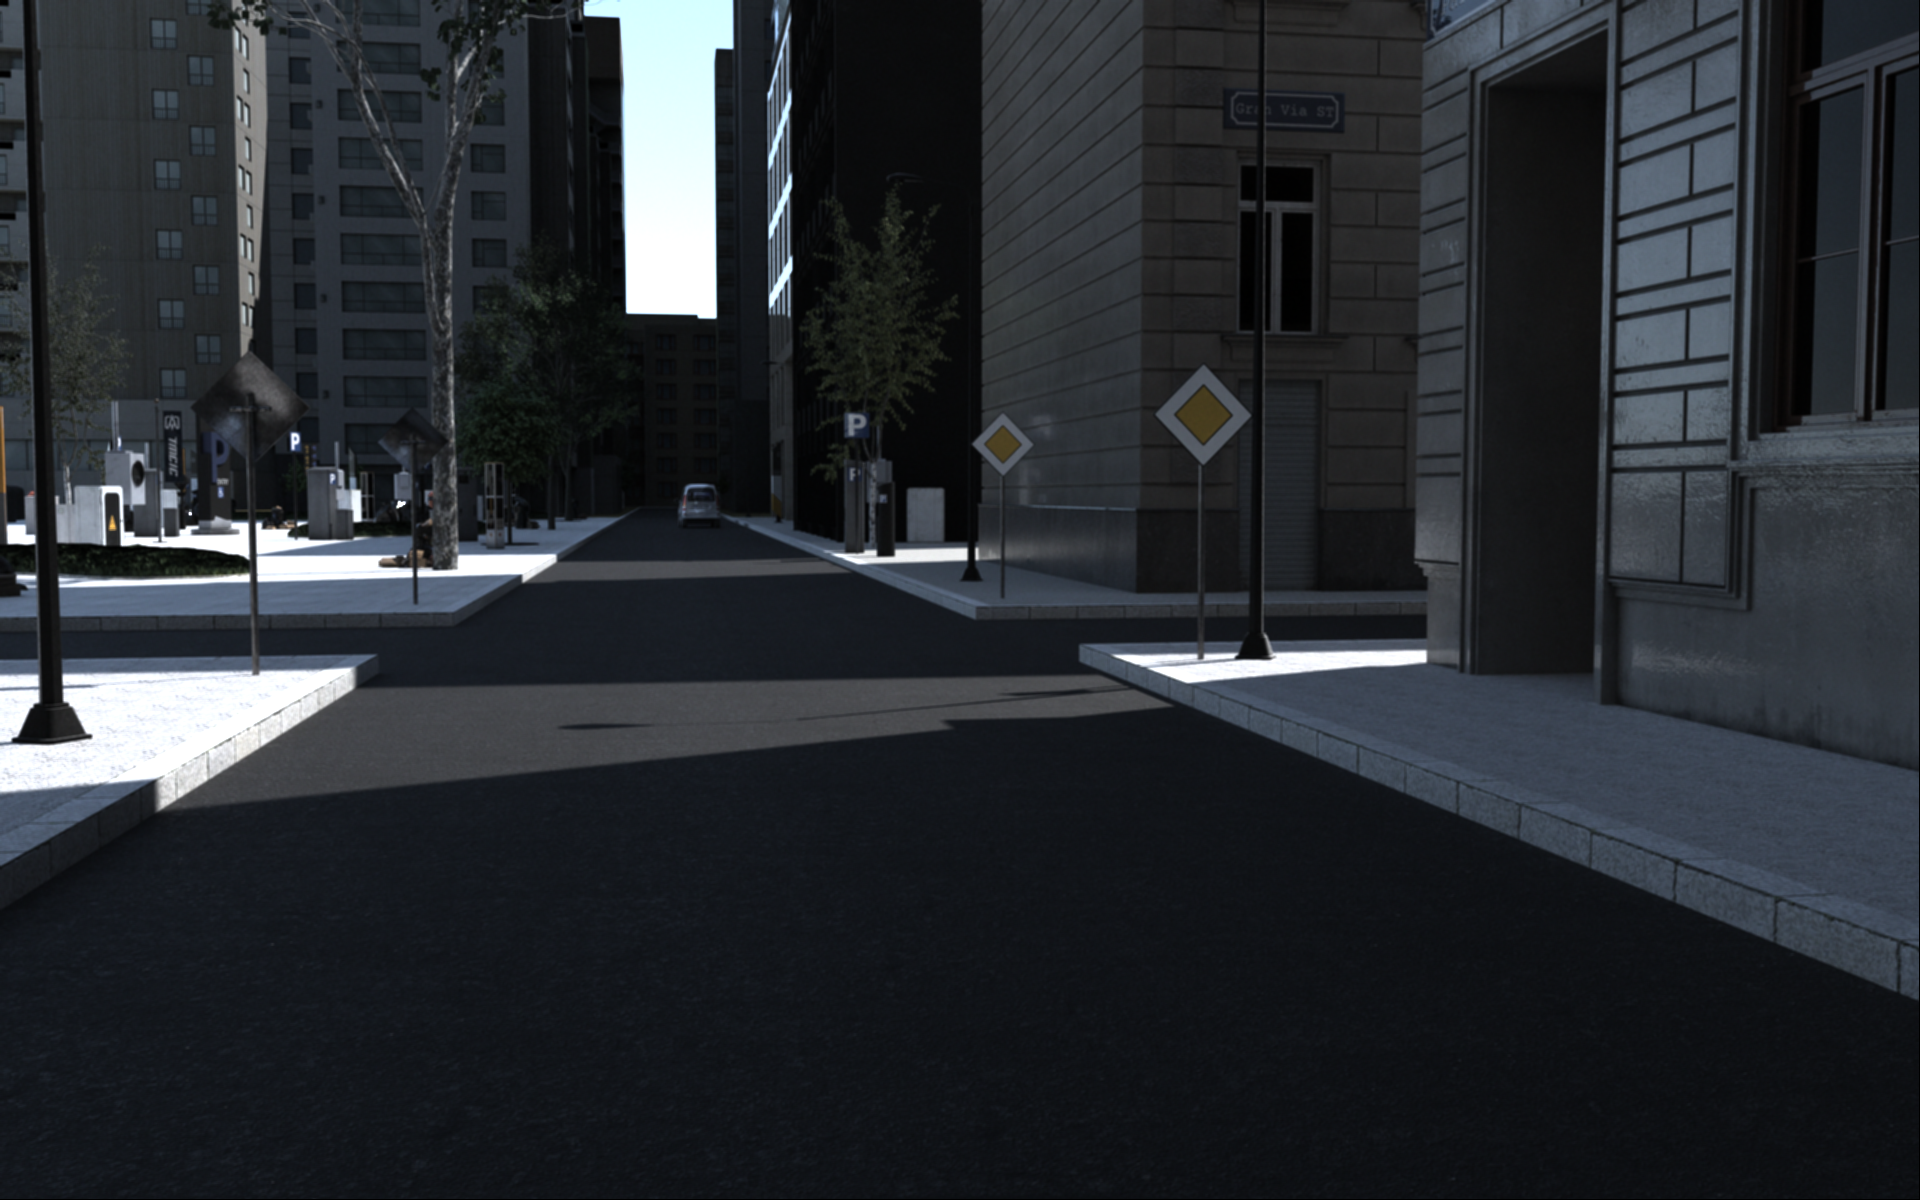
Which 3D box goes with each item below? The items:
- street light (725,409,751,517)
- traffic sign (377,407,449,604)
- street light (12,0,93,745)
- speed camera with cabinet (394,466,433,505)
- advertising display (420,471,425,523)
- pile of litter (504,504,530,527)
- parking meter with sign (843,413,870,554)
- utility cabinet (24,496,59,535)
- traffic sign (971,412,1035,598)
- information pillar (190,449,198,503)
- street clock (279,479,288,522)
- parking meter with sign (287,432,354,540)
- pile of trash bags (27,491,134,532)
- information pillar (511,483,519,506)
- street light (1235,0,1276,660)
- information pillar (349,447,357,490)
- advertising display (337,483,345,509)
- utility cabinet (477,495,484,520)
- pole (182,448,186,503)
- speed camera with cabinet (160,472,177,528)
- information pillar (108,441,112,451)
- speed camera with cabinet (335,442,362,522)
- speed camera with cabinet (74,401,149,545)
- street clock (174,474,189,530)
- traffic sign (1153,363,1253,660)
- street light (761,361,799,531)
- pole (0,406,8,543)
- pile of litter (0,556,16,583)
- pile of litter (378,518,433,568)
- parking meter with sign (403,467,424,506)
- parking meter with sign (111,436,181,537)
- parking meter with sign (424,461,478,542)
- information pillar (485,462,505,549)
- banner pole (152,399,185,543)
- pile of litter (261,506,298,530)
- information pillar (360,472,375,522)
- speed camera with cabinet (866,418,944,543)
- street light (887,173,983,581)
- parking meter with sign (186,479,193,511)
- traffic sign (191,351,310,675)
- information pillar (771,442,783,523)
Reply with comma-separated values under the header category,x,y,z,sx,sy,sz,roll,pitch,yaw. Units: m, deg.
category,x,y,z,sx,sy,sz,roll,pitch,yaw
street light,-12.208,-7.506,95.258,1.470,5.913,1.316,-1,4,-10
traffic sign,-6.330,-1.006,20.086,0.795,2.450,0.064,-1,4,-10
street light,-4.197,-2.226,8.934,1.470,5.913,1.316,-1,4,-10
speed camera with cabinet,-23.400,-4.935,75.020,2.038,3.252,0.660,-2,4,-27
advertising display,-15.244,-2.686,49.133,0.123,1.923,0.974,-1,4,-17
pile of litter,-19.513,-3.665,73.881,1.719,0.858,1.176,1,4,19
parking meter with sign,-2.298,-2.548,37.925,0.543,3.016,1.738,0,4,-6
utility cabinet,-29.001,-2.664,54.714,1.020,1.237,0.306,1,4,10
traffic sign,0.519,-1.076,21.228,0.795,2.450,0.064,-1,4,-10
information pillar,-40.063,-6.082,90.796,0.504,3.616,0.183,0,4,-1
street clock,-31.536,-4.660,80.761,0.358,2.002,0.471,-1,4,-21
parking meter with sign,-17.860,-3.193,48.470,1.738,3.016,0.543,1,4,11
pile of trash bags,-29.590,-2.977,58.429,3.447,1.369,1.912,-1,4,-17
information pillar,-23.563,-5.334,91.702,0.304,2.012,0.304,1,4,10
street light,1.780,-2.493,13.294,1.470,5.913,1.316,-1,4,-10
information pillar,-30.036,-5.770,85.696,0.504,3.616,0.183,3,4,37
advertising display,-32.391,-5.179,89.887,0.974,1.923,0.123,1,4,9
utility cabinet,-22.344,-4.253,80.692,0.306,1.237,1.020,-1,4,-12
pole,-34.699,-5.113,77.435,0.158,3.312,0.155,0,3,0
speed camera with cabinet,-30.644,-4.402,66.304,0.660,3.252,2.038,-3,5,-44
information pillar,-37.415,-5.196,76.303,0.183,3.616,0.504,-3,4,-37
speed camera with cabinet,-23.630,-4.403,66.332,0.660,3.252,2.038,1,4,11
speed camera with cabinet,-17.830,-2.570,36.351,0.660,3.252,2.038,0,4,-1
street clock,-28.135,-3.550,62.609,0.471,2.002,0.358,0,4,-4
traffic sign,1.861,-0.594,13.356,0.795,2.450,0.064,-1,4,-10
street light,-6.249,-5.387,60.610,1.470,5.913,1.316,-1,4,-10
pole,-22.292,-2.839,40.254,0.158,3.312,0.155,0,3,0
pile of litter,-13.587,-0.578,23.423,1.176,0.858,1.719,3,4,37
pile of litter,-9.612,-1.009,30.464,1.176,0.858,1.719,-2,4,-27
parking meter with sign,-26.532,-5.347,83.677,1.738,3.016,0.543,1,4,13
parking meter with sign,-24.257,-3.388,51.658,1.738,3.016,0.543,0,4,-6
parking meter with sign,-13.488,-3.096,46.878,0.543,3.016,1.738,3,5,45
information pillar,-10.831,-2.192,40.332,0.304,2.012,0.304,2,4,27
banner pole,-20.928,-3.407,45.728,0.863,3.779,0.401,-3,5,-41
pile of litter,-24.705,-3.008,63.145,1.719,0.858,1.176,-3,5,-39
information pillar,-19.836,-3.272,57.996,0.304,2.012,0.304,2,4,28
speed camera with cabinet,-1.435,-3.133,45.558,2.038,3.252,0.660,0,4,-1
street light,-0.365,-3.230,25.348,1.470,5.913,1.316,-1,4,-10
parking meter with sign,-39.074,-5.558,87.136,0.543,3.016,1.738,-3,5,-41
traffic sign,-4.988,-0.524,12.214,0.795,2.450,0.064,-1,4,-10
information pillar,-8.224,-5.284,77.752,0.504,3.616,0.183,-3,5,-41
